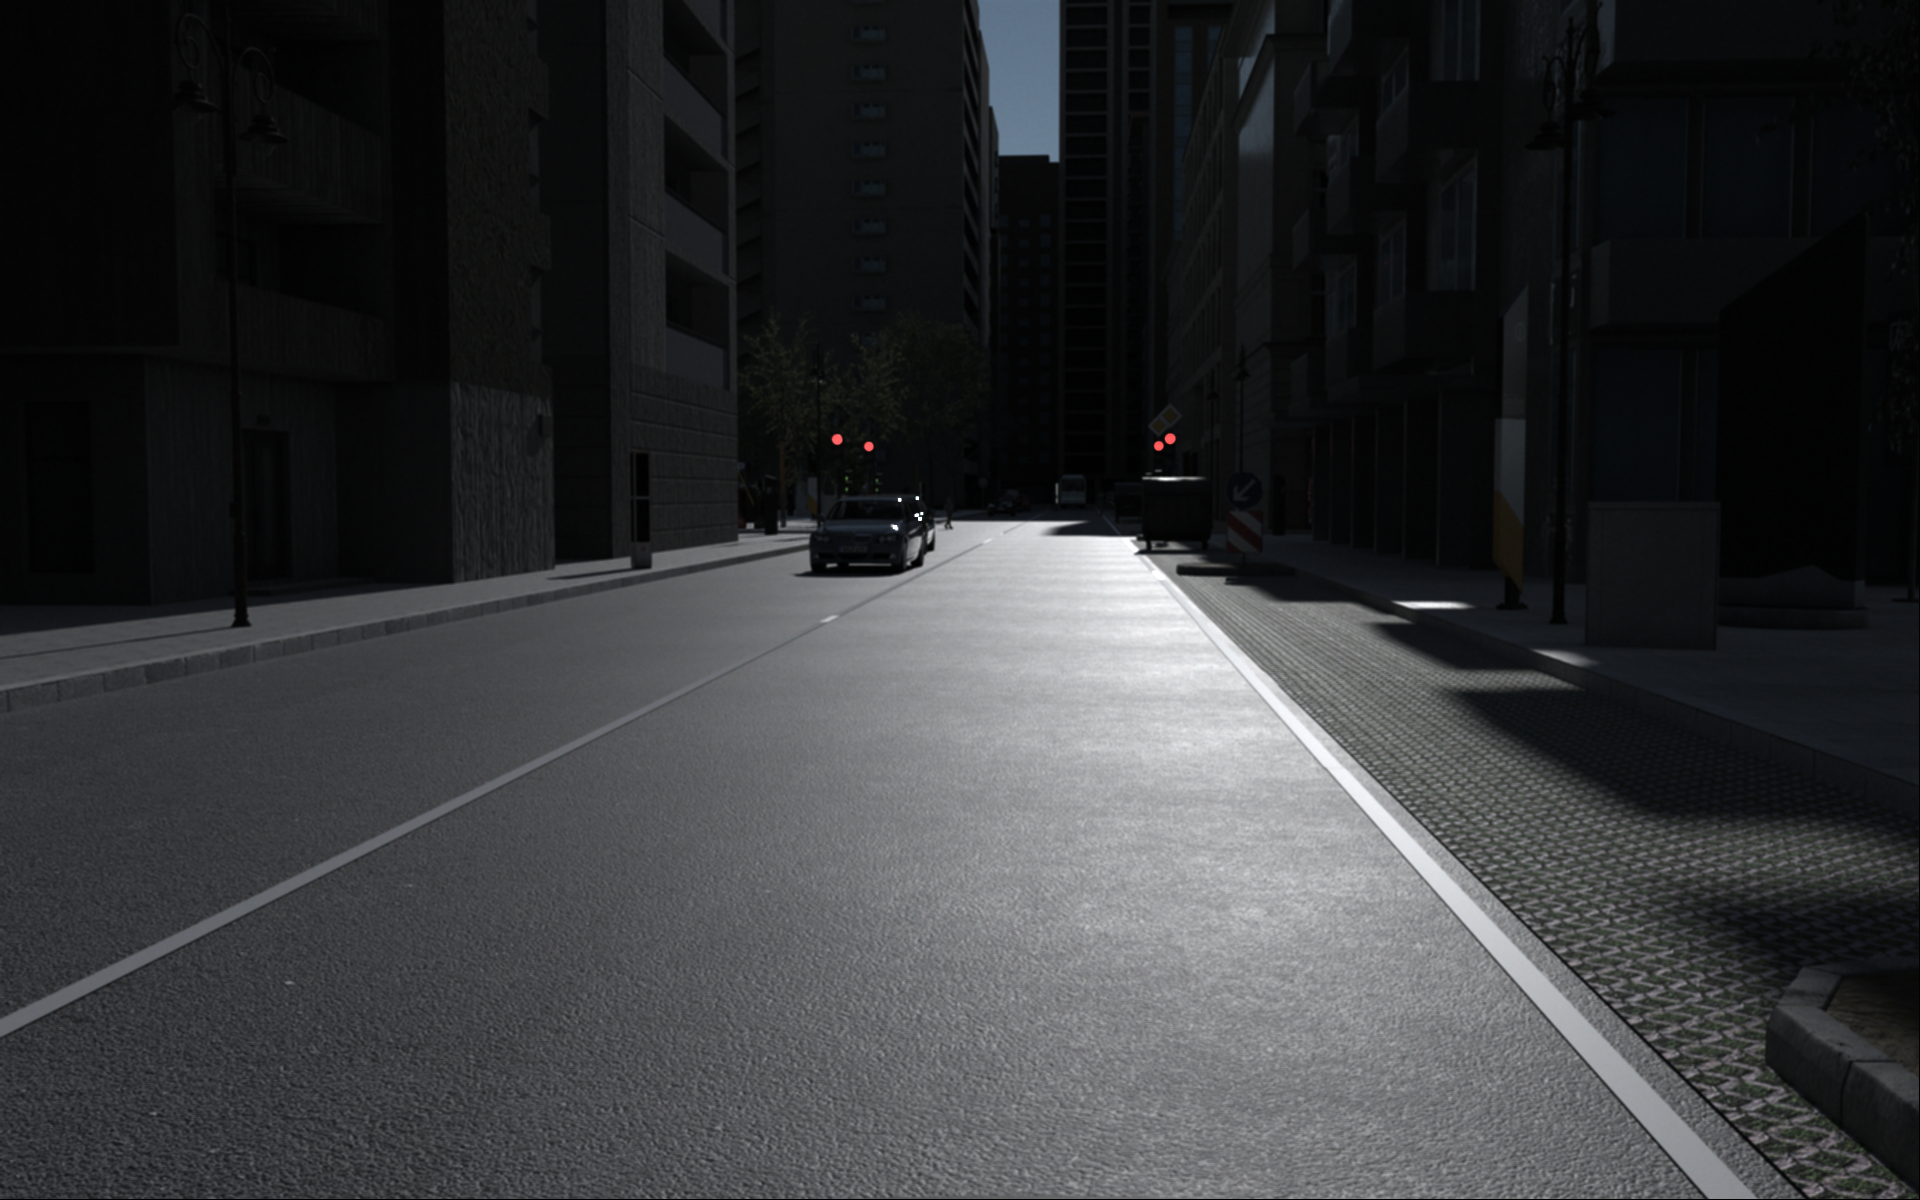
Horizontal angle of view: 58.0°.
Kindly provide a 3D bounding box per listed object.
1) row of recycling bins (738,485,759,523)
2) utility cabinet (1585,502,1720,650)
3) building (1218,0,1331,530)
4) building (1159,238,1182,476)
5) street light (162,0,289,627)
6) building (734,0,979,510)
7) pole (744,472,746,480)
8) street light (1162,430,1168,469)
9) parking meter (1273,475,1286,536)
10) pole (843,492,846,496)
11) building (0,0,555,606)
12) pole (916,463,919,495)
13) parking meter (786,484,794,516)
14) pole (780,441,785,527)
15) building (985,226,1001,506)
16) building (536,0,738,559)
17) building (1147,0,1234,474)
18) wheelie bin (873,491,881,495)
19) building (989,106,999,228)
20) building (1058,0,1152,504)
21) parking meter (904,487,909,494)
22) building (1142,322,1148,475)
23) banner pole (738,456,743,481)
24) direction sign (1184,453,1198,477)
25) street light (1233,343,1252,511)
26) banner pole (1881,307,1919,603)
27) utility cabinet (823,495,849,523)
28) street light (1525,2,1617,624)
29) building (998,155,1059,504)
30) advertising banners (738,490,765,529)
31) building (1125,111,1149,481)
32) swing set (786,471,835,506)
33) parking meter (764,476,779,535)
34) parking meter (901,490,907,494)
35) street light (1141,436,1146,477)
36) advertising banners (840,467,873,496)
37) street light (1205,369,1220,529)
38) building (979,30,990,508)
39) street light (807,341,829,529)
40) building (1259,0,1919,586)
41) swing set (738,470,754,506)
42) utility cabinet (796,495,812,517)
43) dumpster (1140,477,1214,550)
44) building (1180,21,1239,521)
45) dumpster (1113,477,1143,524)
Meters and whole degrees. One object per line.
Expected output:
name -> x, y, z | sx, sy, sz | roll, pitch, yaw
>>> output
row of recycling bins -> -10.571, -4.378, 78.696 | 3.534, 1.692, 1.069 | 2, 4, 31
utility cabinet -> 5.797, -0.205, 14.509 | 1.020, 1.237, 0.306 | 2, 4, 24
building -> 25.803, -14.343, 67.797 | 30.059, 22.955, 16.112 | 0, 4, 4
building -> 20.659, -17.691, 125.409 | 11.583, 22.565, 21.152 | 0, 4, 4
street light -> -6.968, -2.681, 16.617 | 0.468, 5.910, 1.993 | 0, 4, 4
building -> -9.622, -32.076, 148.144 | 21.300, 48.544, 21.600 | 0, 4, 4
pole -> -15.932, -8.236, 128.508 | 0.158, 3.312, 0.155 | 0, 3, 0
street light -> 11.802, -7.784, 100.057 | 0.468, 5.910, 1.993 | 0, 4, 4
parking meter -> 9.870, -2.926, 53.550 | 0.255, 1.863, 0.399 | 3, 4, 37
pole -> -5.714, -5.607, 85.525 | 0.158, 3.312, 0.155 | 0, 3, 0
building -> -14.394, -15.325, 22.269 | 14.160, 30.474, 14.107 | 0, 4, 4
pole -> -2.784, -7.283, 112.928 | 0.158, 3.312, 0.155 | 0, 3, 0
parking meter -> -9.914, -5.832, 101.061 | 0.399, 1.863, 0.255 | -1, 4, -19
pole -> -6.810, -4.448, 66.562 | 0.158, 3.312, 0.155 | 0, 3, 0
building -> -3.122, -25.018, 180.741 | 14.160, 30.474, 14.107 | 0, 4, 4
building -> -20.308, -30.570, 41.815 | 28.212, 58.520, 21.231 | 0, 4, 4
building -> 23.027, -30.302, 145.545 | 14.600, 45.320, 14.200 | 0, 4, 4
wheelie bin -> -6.001, -7.101, 124.015 | 0.693, 1.594, 0.980 | 0, 4, -7
building -> -6.545, -35.365, 201.914 | 21.600, 48.544, 21.300 | 0, 4, 4
building -> 23.503, -48.355, 228.862 | 20.611, 71.187, 20.563 | 0, 4, 4
parking meter -> -4.161, -7.849, 134.036 | 0.399, 1.863, 0.255 | 1, 4, 15
building -> 31.968, -19.704, 167.203 | 27.650, 21.520, 28.899 | 0, 4, 4
banner pole -> -14.556, -7.640, 114.923 | 0.401, 3.779, 0.863 | 1, 4, 22
direction sign -> 12.599, -6.277, 94.627 | 0.876, 3.537, 0.379 | -2, 4, -24
street light -> 8.611, -4.906, 53.002 | 0.468, 5.910, 1.993 | 0, 4, 4
banner pole -> 11.314, -1.880, 20.756 | 0.401, 3.779, 0.863 | 0, 4, -5
utility cabinet -> -5.131, -3.699, 71.638 | 1.020, 1.237, 0.306 | 0, 4, 2
street light -> 5.917, -2.701, 16.950 | 0.468, 5.910, 1.993 | 0, 4, 4
building -> 5.955, -35.360, 228.251 | 14.200, 45.320, 14.600 | 0, 4, 4
advertising banners -> -8.158, -4.167, 64.317 | 2.074, 3.025, 0.090 | -1, 4, -14
building -> 29.936, -33.083, 195.538 | 22.147, 44.769, 28.867 | 0, 4, 4
swing set -> -10.399, -7.521, 120.582 | 3.119, 2.851, 2.862 | 2, 4, 34
parking meter -> -5.942, -2.989, 54.585 | 0.399, 1.863, 0.255 | 1, 4, 18
parking meter -> -3.547, -6.216, 110.048 | 0.372, 1.533, 0.369 | 0, 3, 0
street light -> 14.360, -9.979, 135.948 | 0.468, 5.910, 1.993 | 0, 4, 4
advertising banners -> -4.915, -5.158, 80.514 | 2.074, 3.025, 0.090 | 2, 4, 31
street light -> 9.328, -5.589, 64.160 | 0.468, 5.910, 1.993 | 0, 4, 4
building -> -4.502, -31.551, 165.977 | 14.600, 45.320, 14.200 | 0, 4, 4
street light -> -4.282, -4.875, 52.499 | 0.468, 5.910, 1.993 | 0, 4, 4
building -> 19.159, -25.424, 35.299 | 23.786, 49.044, 30.456 | 0, 4, 4
swing set -> -10.457, -4.768, 75.577 | 2.862, 2.851, 3.119 | 1, 4, 11
utility cabinet -> -8.769, -5.294, 97.726 | 1.020, 1.237, 0.306 | 1, 4, 22
dumpster -> 5.536, -2.209, 44.330 | 1.865, 1.857, 1.264 | 0, 4, 5
building -> 23.086, -17.917, 97.451 | 19.350, 26.468, 34.151 | 0, 4, 4
dumpster -> 8.412, -4.830, 83.922 | 1.985, 2.255, 1.502 | 0, 4, 3
